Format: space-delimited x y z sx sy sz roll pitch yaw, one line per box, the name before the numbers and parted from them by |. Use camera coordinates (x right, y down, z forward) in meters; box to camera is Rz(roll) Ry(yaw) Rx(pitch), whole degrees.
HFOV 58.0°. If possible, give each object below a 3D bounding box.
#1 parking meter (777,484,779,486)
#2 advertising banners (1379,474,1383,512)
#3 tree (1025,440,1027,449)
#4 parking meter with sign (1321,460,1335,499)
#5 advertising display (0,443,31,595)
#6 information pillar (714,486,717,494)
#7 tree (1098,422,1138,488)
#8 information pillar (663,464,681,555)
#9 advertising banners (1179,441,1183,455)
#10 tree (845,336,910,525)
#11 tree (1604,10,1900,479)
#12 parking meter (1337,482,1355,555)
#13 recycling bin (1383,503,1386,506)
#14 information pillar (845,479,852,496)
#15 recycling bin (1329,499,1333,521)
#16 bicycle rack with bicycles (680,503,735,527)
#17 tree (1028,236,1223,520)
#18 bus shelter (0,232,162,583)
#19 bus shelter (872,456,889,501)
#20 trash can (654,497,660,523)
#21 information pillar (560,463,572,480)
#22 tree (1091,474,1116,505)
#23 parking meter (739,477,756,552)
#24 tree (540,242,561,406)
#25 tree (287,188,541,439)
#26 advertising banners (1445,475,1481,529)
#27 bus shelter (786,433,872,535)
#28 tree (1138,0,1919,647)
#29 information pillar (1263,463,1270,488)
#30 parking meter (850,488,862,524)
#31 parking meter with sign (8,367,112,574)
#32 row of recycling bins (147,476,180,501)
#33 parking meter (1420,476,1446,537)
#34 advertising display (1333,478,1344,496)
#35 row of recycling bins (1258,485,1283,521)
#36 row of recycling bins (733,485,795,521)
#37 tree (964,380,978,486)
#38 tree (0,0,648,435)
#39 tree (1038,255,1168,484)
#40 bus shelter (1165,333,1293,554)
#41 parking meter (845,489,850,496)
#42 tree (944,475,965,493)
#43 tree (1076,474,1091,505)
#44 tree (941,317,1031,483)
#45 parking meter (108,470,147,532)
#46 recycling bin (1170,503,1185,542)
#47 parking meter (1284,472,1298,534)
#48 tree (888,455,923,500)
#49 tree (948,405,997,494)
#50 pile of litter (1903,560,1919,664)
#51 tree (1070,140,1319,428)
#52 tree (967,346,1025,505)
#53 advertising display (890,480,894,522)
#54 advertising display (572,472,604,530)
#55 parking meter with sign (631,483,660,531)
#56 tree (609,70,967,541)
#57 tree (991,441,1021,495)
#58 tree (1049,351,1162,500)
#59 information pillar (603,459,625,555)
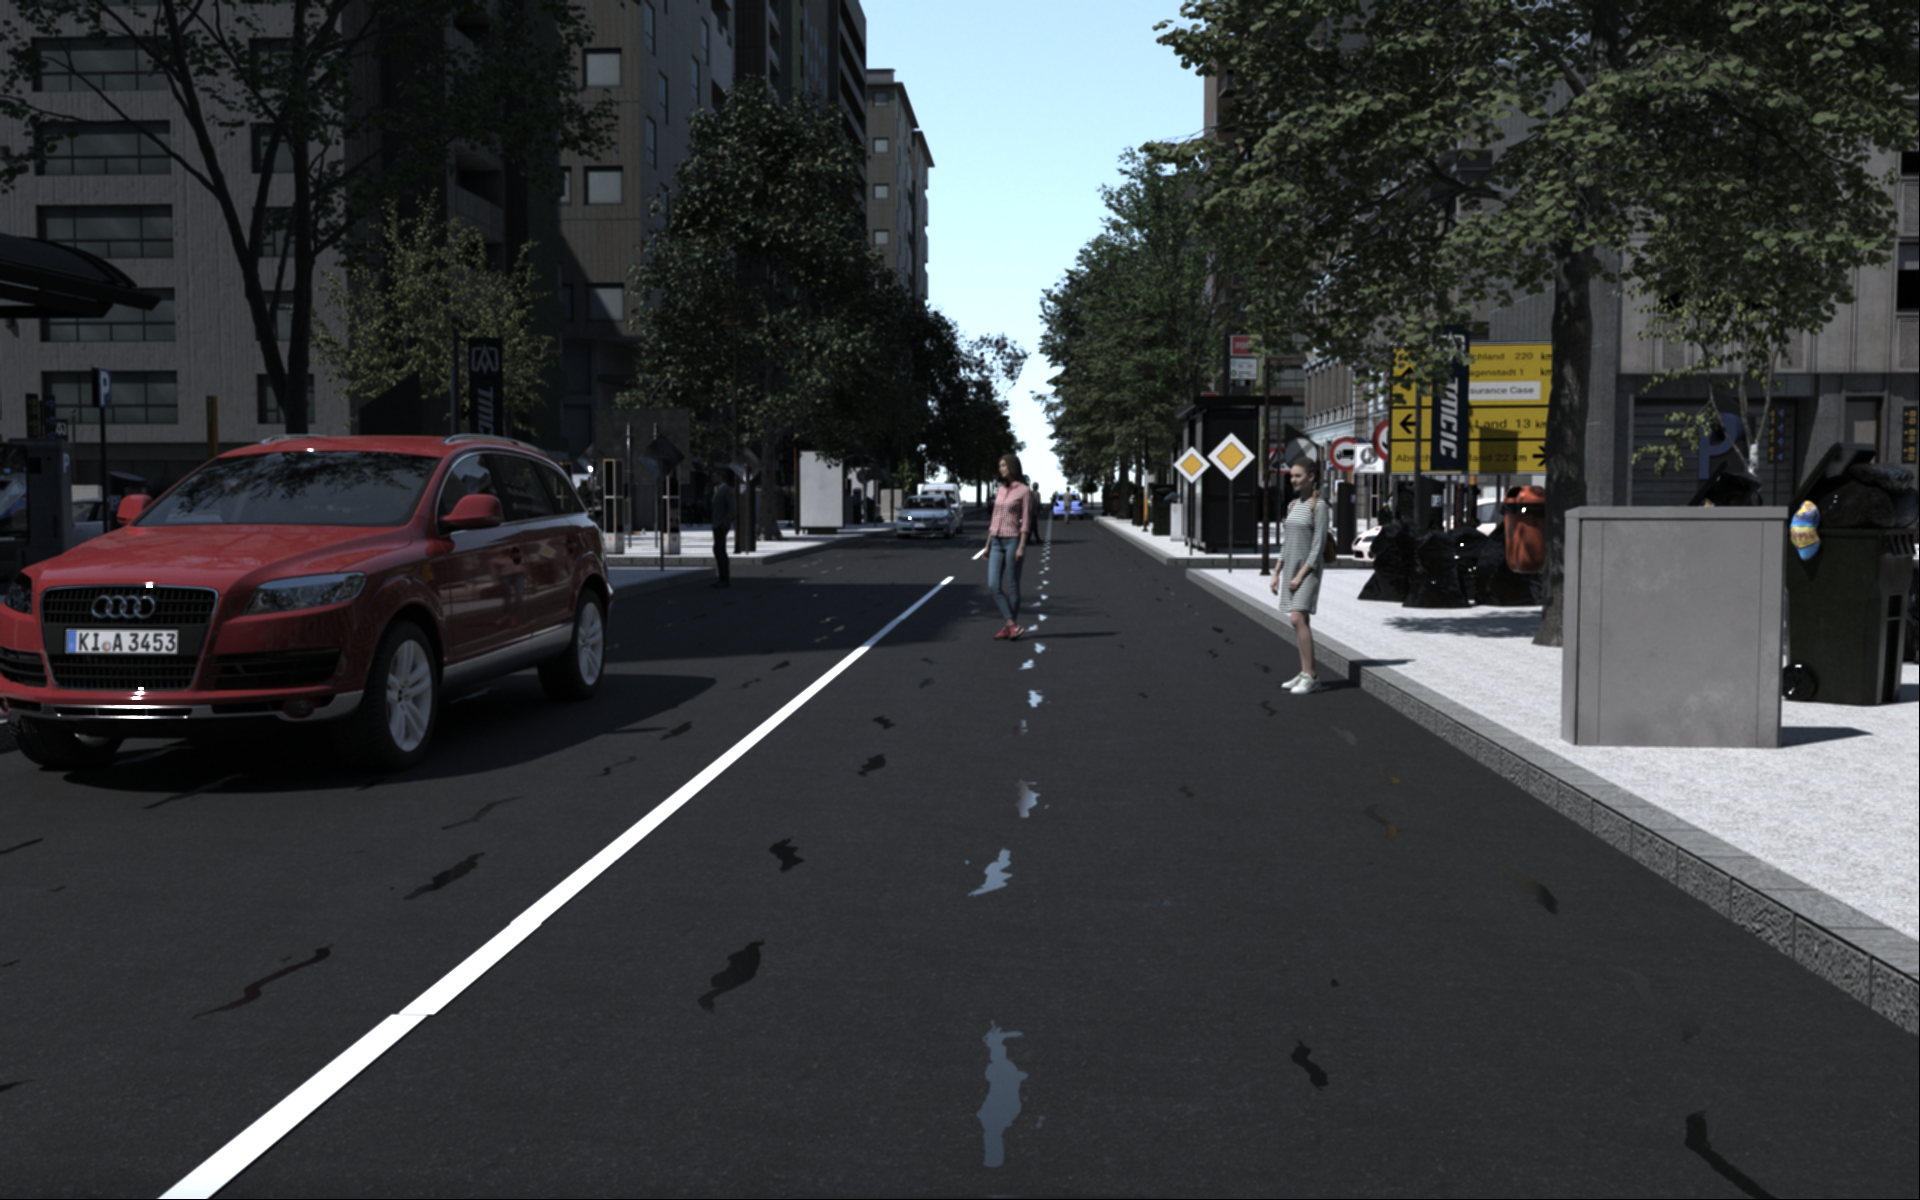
parking meter | -9.825 -5.351 93.198 0.399 1.863 0.255 0 4 -1
advertising banners | 11.793 -3.202 48.545 0.090 3.025 2.074 1 4 12
tree | 3.336 -17.600 204.769 9.611 12.733 9.660 0 3 0
parking meter with sign | 18.834 -5.709 89.608 0.543 3.016 1.738 0 4 -6
advertising display | -12.184 -1.027 22.005 0.123 1.923 0.974 0 4 7
information pillar | -8.051 -3.269 57.947 0.304 2.012 0.304 -1 4 -14
tree | 10.733 -10.191 116.980 4.737 8.622 4.395 0 3 0
information pillar | -6.083 -1.951 36.383 0.304 2.012 0.304 -3 5 -42
advertising banners | 8.115 -3.753 57.552 2.074 3.025 0.090 -2 4 -28
tree | -4.018 -7.469 72.479 4.737 8.622 4.395 0 3 0
tree | 11.655 -4.594 25.471 4.737 8.622 4.395 0 3 0
parking meter | 8.124 -1.715 36.450 0.372 1.533 0.369 0 3 0
recycling bin | 12.631 -2.270 49.667 0.722 1.027 0.722 -2 4 -27
information pillar | -5.392 -4.800 82.973 0.304 2.012 0.304 -3 4 -36
recycling bin | 18.012 -4.340 83.510 0.722 1.027 0.722 2 4 28
bicycle rack with bicycles | -9.614 -3.282 67.050 2.852 0.926 2.925 1 4 9
tree | 8.338 -11.014 86.729 9.857 13.997 8.962 0 3 0
bus shelter | -7.582 -1.063 11.305 2.014 3.302 5.546 0 4 3
bus shelter | -4.937 -5.873 89.954 2.014 3.302 5.546 0 4 3
trash can | -13.254 -3.957 76.343 0.748 1.137 0.748 0 3 0
information pillar | -9.300 -2.212 40.661 0.304 2.012 0.304 3 5 42
tree | 12.102 -8.995 141.669 1.663 3.219 1.824 0 3 0
parking meter | -4.757 -2.003 38.455 0.399 1.863 0.255 1 4 20
tree | -12.720 -5.912 47.026 4.737 8.622 4.395 0 3 0
tree | -13.413 -5.561 41.288 4.737 8.622 4.395 0 3 0
advertising banners | 7.101 -1.738 24.609 0.090 3.025 2.074 0 4 3
bus shelter | -4.259 -3.833 56.596 2.014 3.302 5.546 0 4 3
tree | 5.511 -5.873 14.154 7.486 12.596 7.792 0 3 0
information pillar | 19.299 -7.195 108.992 0.504 3.616 0.183 -1 4 -18
parking meter | -4.352 -3.978 73.449 0.372 1.533 0.369 0 3 0
parking meter with sign | -12.731 -1.696 23.984 1.738 3.016 0.543 -1 4 -9
row of recycling bins | -17.834 -2.014 40.044 1.069 1.692 3.534 2 4 35
parking meter | 6.737 -1.000 24.753 0.372 1.533 0.369 0 3 0
advertising display | 17.588 -4.588 80.228 0.123 1.923 0.974 3 5 44
row of recycling bins | 14.446 -4.567 81.775 3.534 1.692 1.069 2 4 28
row of recycling bins | -9.135 -4.587 82.109 3.534 1.692 1.069 -2 4 -27
tree | 1.969 -15.527 171.995 7.486 12.596 7.792 0 3 0
tree | -7.207 -5.651 18.144 9.928 11.665 9.643 0 3 0
tree | 12.624 -16.762 129.950 12.611 20.169 13.585 0 3 0
bus shelter | 6.268 -3.883 41.113 2.179 5.291 8.768 0 4 3
parking meter | -5.153 -4.329 79.196 0.372 1.533 0.369 0 3 0
tree | -0.458 -8.637 135.823 1.663 3.219 1.824 0 3 0
tree | 11.619 -9.815 155.083 1.663 3.219 1.824 0 3 0
tree | 1.001 -20.191 186.017 12.611 20.169 13.585 0 3 0
parking meter | -8.828 -0.611 18.402 0.372 1.533 0.369 0 3 0
recycling bin | 6.207 -2.112 47.078 0.722 1.027 0.722 3 5 43
parking meter | 8.094 -2.227 42.117 0.399 1.863 0.255 -1 4 -23
tree | -2.775 -5.577 85.787 1.663 3.219 1.824 0 3 0
tree | 0.003 -11.080 131.522 4.737 8.622 4.395 0 3 0
pile of litter | 7.635 0.019 13.660 1.176 0.858 1.719 2 4 32
tree | 6.964 -7.684 51.382 9.928 11.665 9.643 0 3 0
tree | -2.680 -11.203 100.171 9.611 12.733 9.660 0 3 0
advertising display | -3.147 -4.579 80.081 0.123 1.923 0.974 0 4 -5
advertising display | -10.983 -2.793 50.880 0.974 1.923 0.123 0 4 -4
parking meter with sign | -11.040 -3.920 60.346 1.738 3.016 0.543 -3 4 -37
tree | -5.149 -7.961 47.163 9.611 12.733 9.660 0 3 0
tree | 4.269 -17.343 217.970 7.601 10.594 8.767 1 4 15
tree | 9.386 -10.428 104.908 8.767 10.594 7.601 1 4 9
information pillar | -7.330 -1.970 36.701 0.304 2.012 0.304 2 4 28
